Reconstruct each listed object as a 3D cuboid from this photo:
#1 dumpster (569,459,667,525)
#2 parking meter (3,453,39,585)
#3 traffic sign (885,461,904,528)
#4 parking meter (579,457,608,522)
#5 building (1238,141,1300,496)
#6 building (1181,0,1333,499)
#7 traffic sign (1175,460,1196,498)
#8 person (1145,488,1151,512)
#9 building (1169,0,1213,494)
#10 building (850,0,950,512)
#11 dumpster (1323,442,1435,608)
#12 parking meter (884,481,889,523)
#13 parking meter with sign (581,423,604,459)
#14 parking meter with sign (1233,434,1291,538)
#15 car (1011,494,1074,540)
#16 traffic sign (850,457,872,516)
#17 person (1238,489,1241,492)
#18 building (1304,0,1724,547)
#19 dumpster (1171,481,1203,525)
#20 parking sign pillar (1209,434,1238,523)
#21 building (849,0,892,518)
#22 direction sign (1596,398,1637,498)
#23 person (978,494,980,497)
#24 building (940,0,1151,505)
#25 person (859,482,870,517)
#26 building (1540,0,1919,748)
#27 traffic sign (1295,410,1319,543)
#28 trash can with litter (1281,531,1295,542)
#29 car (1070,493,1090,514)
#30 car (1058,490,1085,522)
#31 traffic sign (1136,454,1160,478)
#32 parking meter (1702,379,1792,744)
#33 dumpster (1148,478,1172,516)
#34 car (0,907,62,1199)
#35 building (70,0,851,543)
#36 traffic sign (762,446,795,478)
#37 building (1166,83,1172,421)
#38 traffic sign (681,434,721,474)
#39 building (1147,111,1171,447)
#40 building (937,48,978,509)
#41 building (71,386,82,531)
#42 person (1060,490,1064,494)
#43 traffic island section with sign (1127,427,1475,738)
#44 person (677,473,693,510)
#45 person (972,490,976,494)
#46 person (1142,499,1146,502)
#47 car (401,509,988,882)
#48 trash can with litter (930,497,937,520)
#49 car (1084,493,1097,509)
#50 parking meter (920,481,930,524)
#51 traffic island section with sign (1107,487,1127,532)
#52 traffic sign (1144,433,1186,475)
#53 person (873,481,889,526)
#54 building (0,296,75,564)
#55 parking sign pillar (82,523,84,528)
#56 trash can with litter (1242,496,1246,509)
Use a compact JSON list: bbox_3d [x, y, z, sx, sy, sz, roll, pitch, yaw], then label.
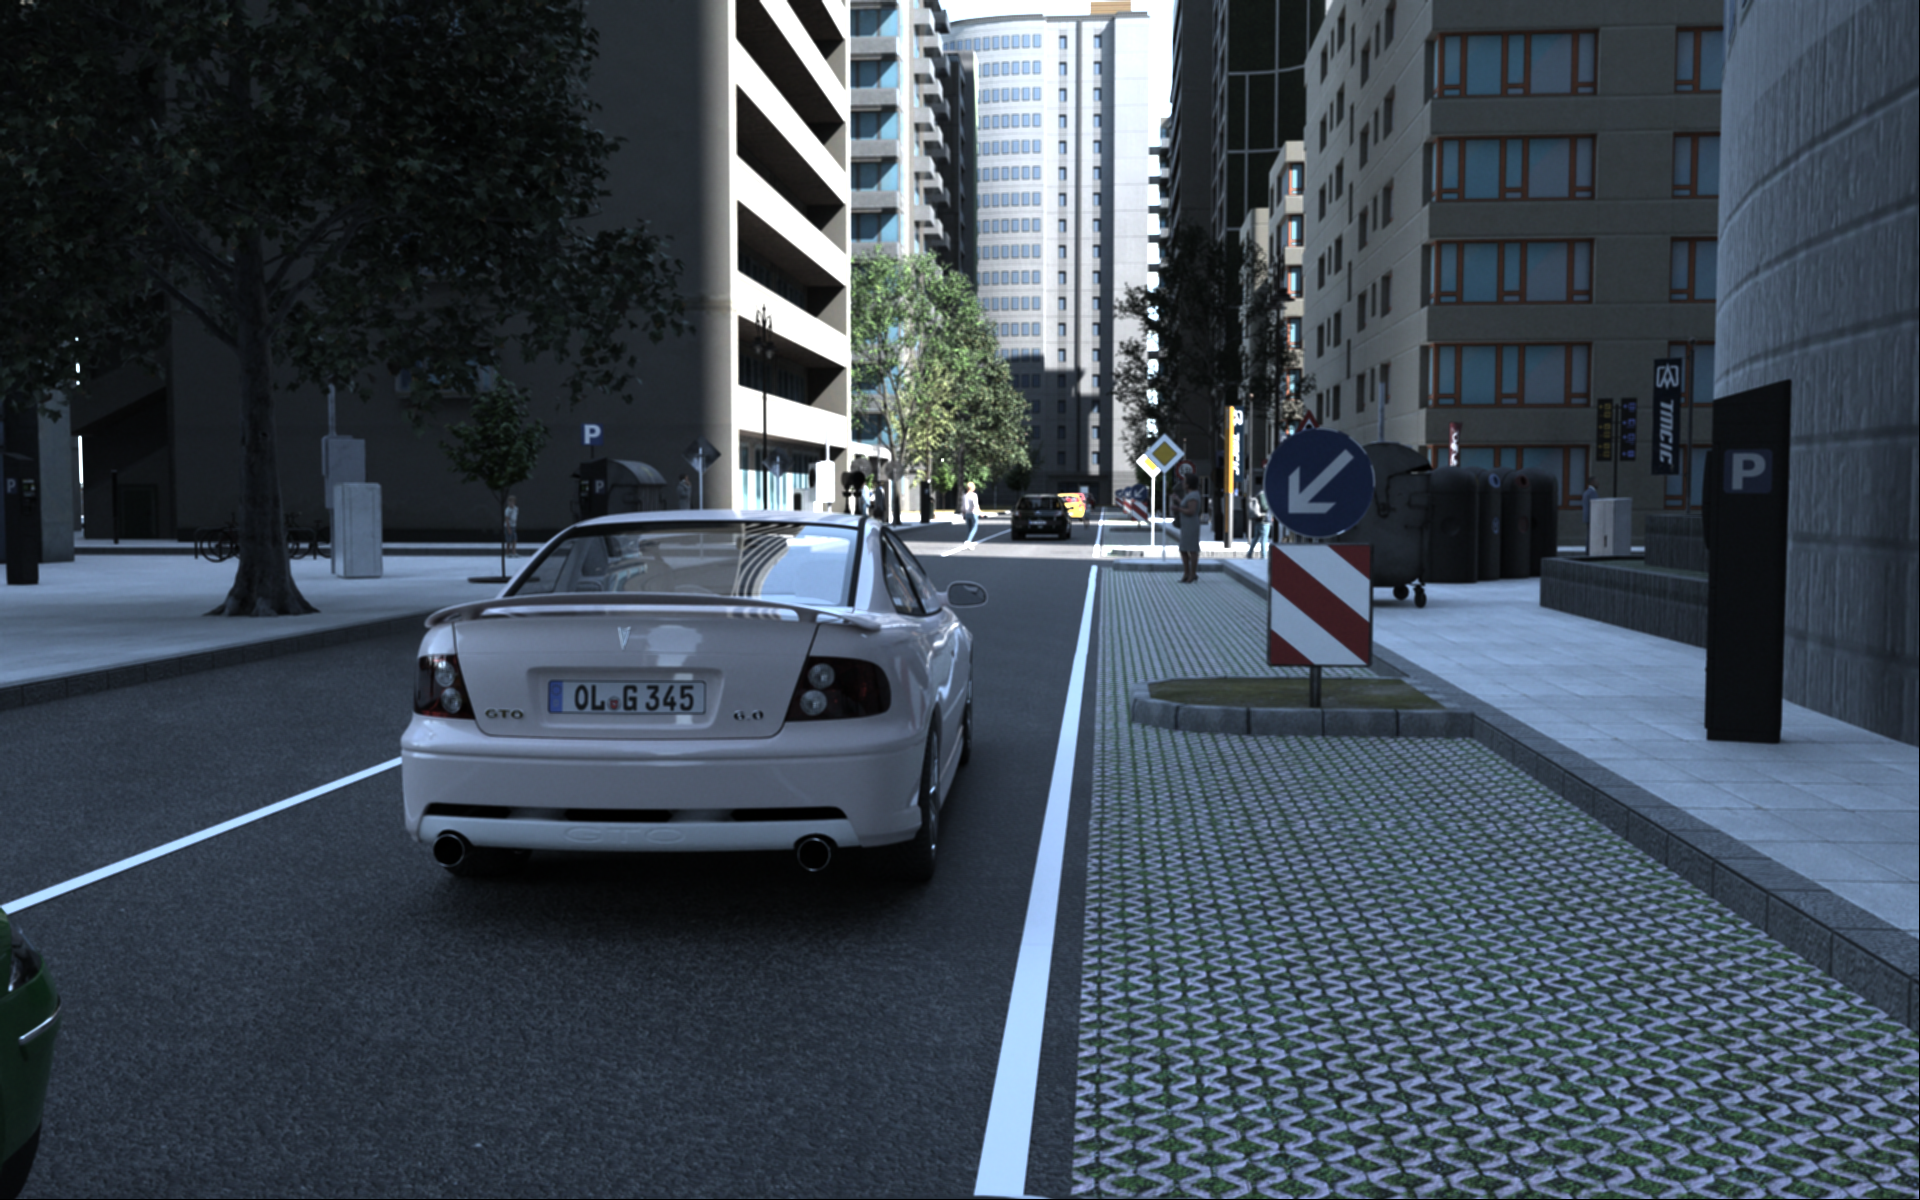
[{"bbox_3d":[-5.830,-1.457,29.576,1.264,1.857,1.865,0,4,5],"label":"dumpster"},{"bbox_3d":[-13.288,-1.150,24.512,0.399,1.863,0.255,2,4,23],"label":"parking meter"},{"bbox_3d":[-2.510,-4.048,66.286,0.768,2.556,0.104,1,4,10],"label":"traffic sign"},{"bbox_3d":[-5.722,-1.306,27.066,0.255,1.863,0.399,3,4,37],"label":"parking meter"},{"bbox_3d":[30.888,-15.492,98.330,27.650,21.520,28.899,0,4,5],"label":"building"},{"bbox_3d":[27.015,-42.031,125.456,20.563,71.187,20.611,0,4,5],"label":"building"},{"bbox_3d":[8.482,-3.976,65.116,0.768,2.556,0.104,1,4,14],"label":"traffic sign"},{"bbox_3d":[13.195,-6.978,121.046,0.541,1.710,0.530,-1,4,-14],"label":"person"},{"bbox_3d":[28.985,-32.014,147.122,21.300,48.544,21.600,0,4,5],"label":"building"},{"bbox_3d":[-12.538,-31.423,133.380,23.786,49.044,30.456,0,4,5],"label":"building"},{"bbox_3d":[4.802,-0.887,20.266,1.264,1.857,1.865,0,4,5],"label":"dumpster"},{"bbox_3d":[-3.257,-4.341,76.688,0.255,1.863,0.399,0,4,-3],"label":"parking meter"},{"bbox_3d":[-9.203,-2.892,43.539,0.543,3.016,1.738,-1,4,-10],"label":"parking meter with sign"},{"bbox_3d":[8.675,-3.306,50.309,1.738,3.016,0.543,-1,4,-15],"label":"parking meter with sign"},{"bbox_3d":[2.603,-2.766,55.007,2.009,1.686,4.222,0,4,6],"label":"car"},{"bbox_3d":[-3.437,-3.666,60.044,0.768,2.556,0.104,0,4,5],"label":"traffic sign"},{"bbox_3d":[18.852,-6.716,116.781,0.436,1.711,0.756,2,4,30],"label":"person"},{"bbox_3d":[27.003,-12.821,54.659,28.899,21.520,27.650,0,4,5],"label":"building"},{"bbox_3d":[9.368,-4.010,71.318,1.264,1.857,1.865,0,4,5],"label":"dumpster"},{"bbox_3d":[11.916,-5.448,77.545,1.447,3.967,1.447,-2,4,-26],"label":"parking sign pillar"},{"bbox_3d":[-14.363,-39.867,90.070,20.563,71.187,20.611,0,4,5],"label":"building"},{"bbox_3d":[15.515,-2.997,40.995,0.876,3.537,0.379,2,4,26],"label":"direction sign"},{"bbox_3d":[1.623,-11.498,194.117,1.350,1.814,0.705,1,4,17],"label":"person"},{"bbox_3d":[8.723,-40.970,211.859,28.212,58.520,21.231,0,4,5],"label":"building"},{"bbox_3d":[-3.611,-3.644,65.894,0.793,1.790,0.793,2,4,33],"label":"person"},{"bbox_3d":[15.320,-28.397,6.297,21.231,58.520,28.212,0,4,5],"label":"building"},{"bbox_3d":[5.417,-1.649,26.966,0.884,2.594,0.081,0,4,5],"label":"traffic sign"},{"bbox_3d":[8.008,-1.850,41.634,0.624,1.170,1.055,-1,4,-15],"label":"trash can with litter"},{"bbox_3d":[8.583,-7.335,128.974,2.155,1.783,4.494,0,4,5],"label":"car"},{"bbox_3d":[5.616,-4.916,90.603,2.015,1.641,3.980,0,4,3],"label":"car"},{"bbox_3d":[4.575,-2.369,40.923,0.795,2.593,0.064,0,4,5],"label":"traffic sign"},{"bbox_3d":[4.080,-0.202,9.019,0.399,1.863,0.255,2,4,27],"label":"parking meter"},{"bbox_3d":[11.717,-6.028,101.055,1.502,2.255,1.985,0,4,5],"label":"dumpster"},{"bbox_3d":[-2.555,0.472,1.072,1.959,1.807,4.718,0,4,5],"label":"car"},{"bbox_3d":[-15.627,-26.363,54.733,21.300,48.544,21.600,0,4,5],"label":"building"},{"bbox_3d":[-4.386,-2.416,41.692,0.795,2.593,0.064,0,4,5],"label":"traffic sign"},{"bbox_3d":[31.893,-31.671,172.441,22.147,44.769,28.867,0,4,5],"label":"building"},{"bbox_3d":[-5.054,-1.929,33.735,0.795,2.593,0.064,0,4,5],"label":"traffic sign"},{"bbox_3d":[38.172,-36.250,212.295,30.456,49.044,23.786,0,4,5],"label":"building"},{"bbox_3d":[-5.888,-28.861,155.471,14.154,41.232,14.086,0,4,5],"label":"building"},{"bbox_3d":[-38.174,-22.610,53.265,14.086,41.232,14.154,0,4,5],"label":"building"},{"bbox_3d":[6.982,-6.815,120.608,0.721,1.739,1.217,0,4,-2],"label":"person"},{"bbox_3d":[2.101,-0.153,11.123,1.989,1.847,2.006,0,4,5],"label":"traffic island section with sign"},{"bbox_3d":[-6.861,-2.276,43.443,0.473,1.802,0.592,1,4,20],"label":"person"},{"bbox_3d":[1.125,-8.492,145.552,0.621,1.740,0.551,0,4,-2],"label":"person"},{"bbox_3d":[15.109,-8.331,142.269,1.348,1.821,0.705,1,4,14],"label":"person"},{"bbox_3d":[-0.936,0.278,7.825,2.083,1.381,4.827,0,4,3],"label":"car"},{"bbox_3d":[-1.509,-4.555,85.861,0.624,1.170,1.055,1,4,15],"label":"trash can with litter"},{"bbox_3d":[11.973,-9.575,165.596,2.155,1.783,4.494,0,4,5],"label":"car"},{"bbox_3d":[-1.516,-4.264,75.421,0.399,1.863,0.255,-3,5,-41],"label":"parking meter"},{"bbox_3d":[6.700,-3.501,65.873,1.989,1.847,2.006,0,4,5],"label":"traffic island section with sign"},{"bbox_3d":[3.908,-1.882,32.966,0.795,2.593,0.064,0,4,5],"label":"traffic sign"},{"bbox_3d":[-3.168,-3.800,68.283,0.767,1.812,0.694,0,4,3],"label":"person"},{"bbox_3d":[-33.239,-43.294,20.534,31.000,86.520,22.319,0,4,5],"label":"building"},{"bbox_3d":[-32.761,-4.720,65.645,1.447,3.967,1.447,-3,5,-44],"label":"parking sign pillar"},{"bbox_3d":[10.393,-3.212,63.572,1.678,1.210,2.233,0,4,-8],"label":"trash can with litter"}]
